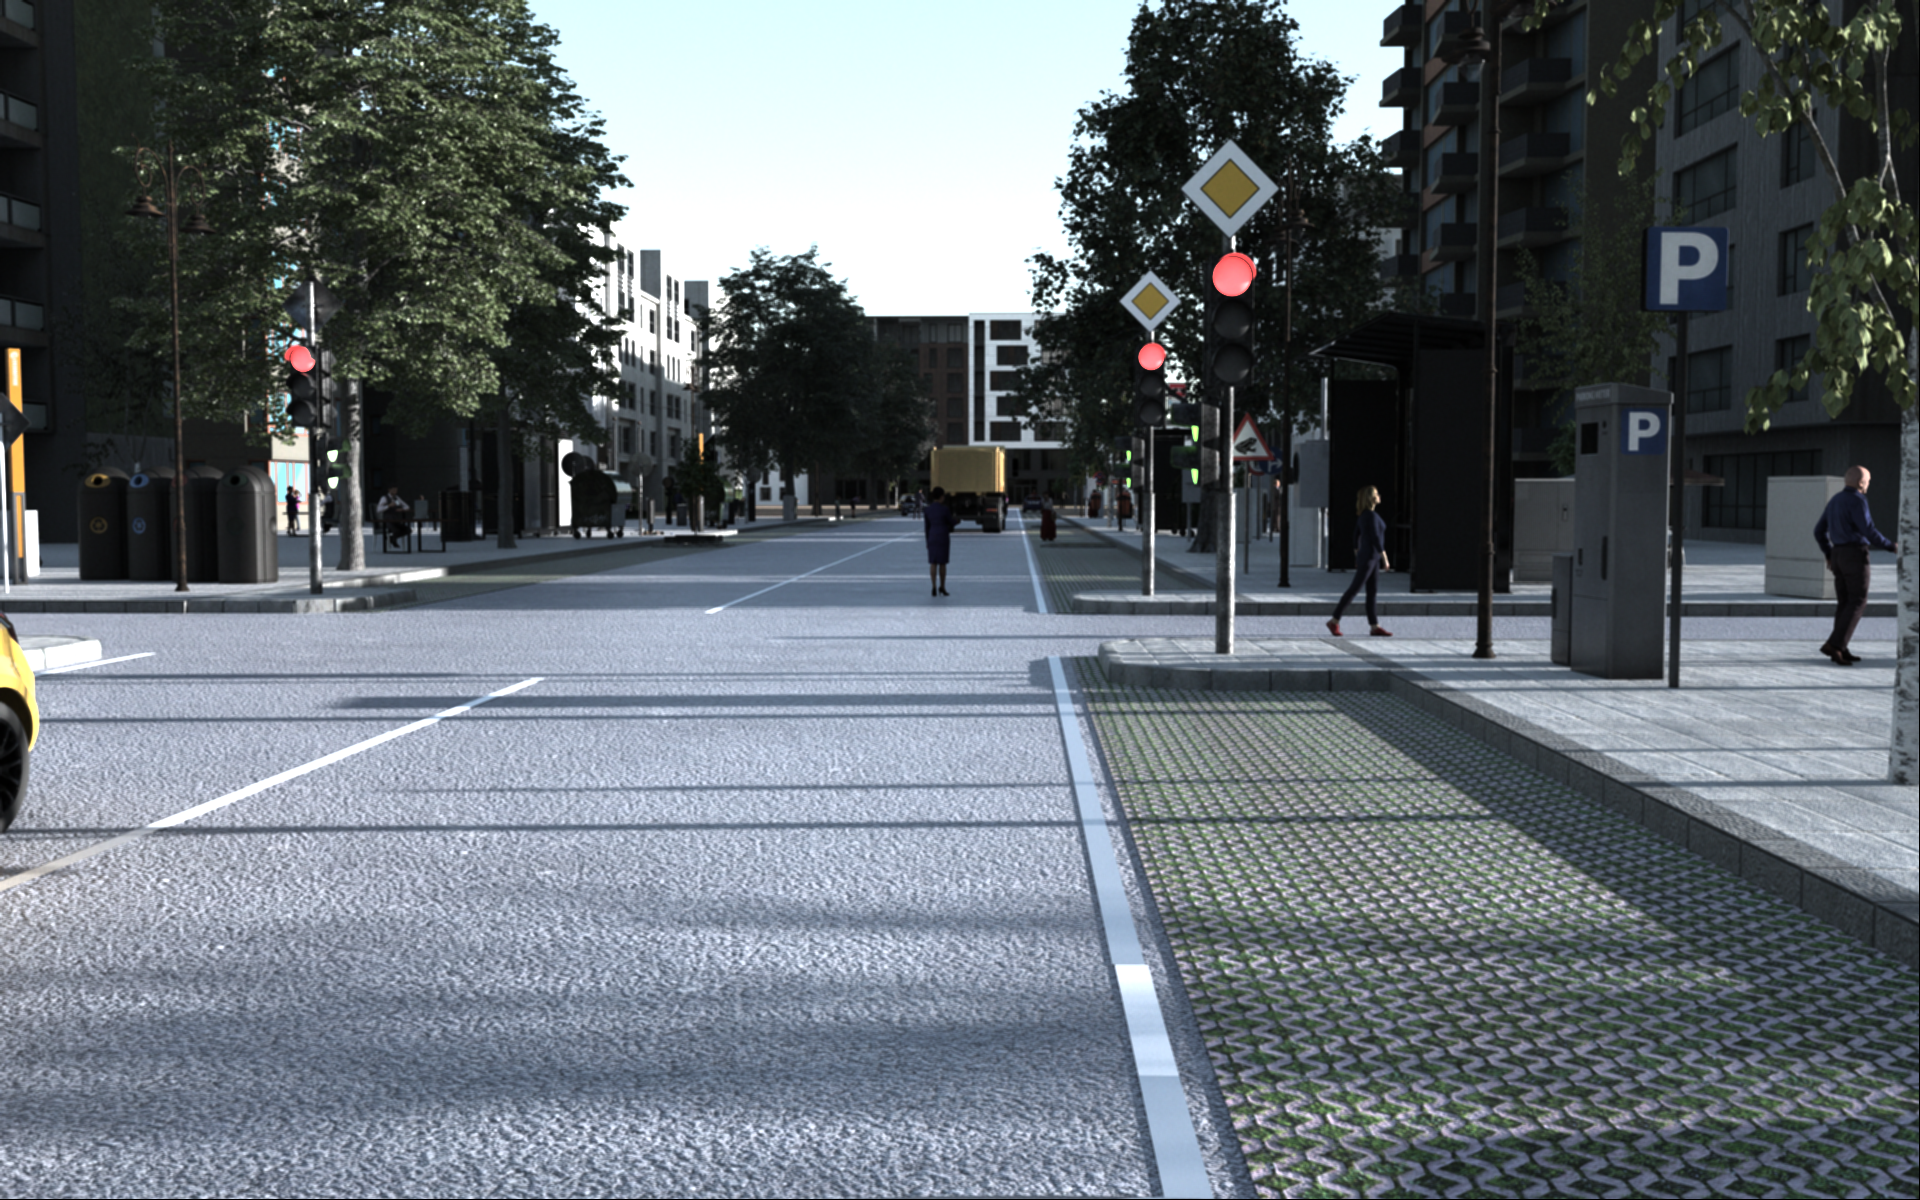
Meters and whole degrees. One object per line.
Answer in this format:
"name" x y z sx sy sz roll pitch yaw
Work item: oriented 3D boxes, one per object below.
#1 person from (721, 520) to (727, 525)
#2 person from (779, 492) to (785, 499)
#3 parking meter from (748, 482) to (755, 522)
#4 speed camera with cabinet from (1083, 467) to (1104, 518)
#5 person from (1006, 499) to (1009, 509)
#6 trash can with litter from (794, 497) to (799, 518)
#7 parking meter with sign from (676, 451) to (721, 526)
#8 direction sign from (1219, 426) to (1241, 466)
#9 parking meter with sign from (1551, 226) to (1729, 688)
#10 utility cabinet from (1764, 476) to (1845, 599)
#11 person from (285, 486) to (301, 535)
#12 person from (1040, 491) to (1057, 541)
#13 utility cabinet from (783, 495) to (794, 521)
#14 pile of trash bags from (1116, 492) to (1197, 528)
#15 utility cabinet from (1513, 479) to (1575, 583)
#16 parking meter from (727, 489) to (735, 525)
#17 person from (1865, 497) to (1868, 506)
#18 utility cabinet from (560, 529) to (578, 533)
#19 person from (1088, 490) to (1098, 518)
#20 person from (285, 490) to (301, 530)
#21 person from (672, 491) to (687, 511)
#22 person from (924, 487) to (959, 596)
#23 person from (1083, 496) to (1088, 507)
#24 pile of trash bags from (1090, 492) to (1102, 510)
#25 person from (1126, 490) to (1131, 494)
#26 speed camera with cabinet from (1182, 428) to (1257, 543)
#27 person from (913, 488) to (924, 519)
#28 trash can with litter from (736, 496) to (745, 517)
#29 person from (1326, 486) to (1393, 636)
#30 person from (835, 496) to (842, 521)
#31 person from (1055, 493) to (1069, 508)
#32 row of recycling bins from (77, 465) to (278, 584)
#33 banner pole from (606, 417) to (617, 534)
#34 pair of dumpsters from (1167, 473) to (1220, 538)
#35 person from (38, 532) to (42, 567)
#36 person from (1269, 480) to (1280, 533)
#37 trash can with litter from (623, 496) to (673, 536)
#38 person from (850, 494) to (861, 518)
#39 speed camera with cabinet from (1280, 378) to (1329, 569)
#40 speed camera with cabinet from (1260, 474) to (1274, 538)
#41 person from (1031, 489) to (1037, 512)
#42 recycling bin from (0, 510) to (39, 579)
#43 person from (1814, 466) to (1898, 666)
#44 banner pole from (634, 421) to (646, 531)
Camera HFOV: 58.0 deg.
"person" -9.661 -3.721 70.795 0.340 1.345 0.435 -1 4 -9
"person" -14.160 -8.262 141.144 1.348 1.821 0.705 3 4 36
"parking meter" -9.766 -4.592 80.797 0.399 1.863 0.255 -2 4 -26
"speed camera with cabinet" 7.296 -6.124 94.461 0.660 3.252 2.038 -1 4 -13
"person" 4.606 -9.680 169.997 0.599 1.433 0.991 1 4 17
"trash can with litter" -8.962 -5.025 93.541 0.624 1.170 1.055 -1 4 -12
"parking meter with sign" -10.550 -4.498 69.798 1.738 3.016 0.543 0 4 6
"direction sign" 7.404 -3.406 47.690 0.876 3.537 0.379 -3 4 -36
"parking meter with sign" 4.683 -0.976 12.217 0.543 3.016 1.738 0 4 -3
"utility cabinet" 10.477 -0.781 21.446 0.318 1.500 1.173 0 4 -8
"person" -20.723 -2.785 53.951 0.546 1.535 0.453 0 4 -5
"person" 2.680 -2.552 52.690 0.523 1.526 0.387 -2 4 -32
"utility cabinet" -8.050 -4.302 81.492 0.306 1.237 1.020 1 4 10
"pile of trash bags" 7.899 -3.607 68.731 3.447 1.369 1.912 0 4 -2
"utility cabinet" 8.533 -0.983 24.757 1.173 1.500 0.318 1 4 16
"parking meter" -9.698 -3.955 73.069 0.372 1.533 0.369 0 3 0
"person" 12.012 -0.897 23.247 0.480 1.512 0.613 -1 4 -11
"utility cabinet" -12.723 -2.917 56.375 0.318 1.500 1.173 0 4 1
"person" 7.104 -5.124 92.284 0.523 1.526 0.387 0 4 -1
"person" -23.458 -3.151 60.801 0.776 1.435 0.726 -2 4 -26
"person" -12.387 -4.168 76.889 0.600 1.496 0.574 -3 5 -42
"person" -0.270 -0.830 24.438 0.453 1.535 0.546 0 4 6
"person" 13.013 -10.392 179.135 1.217 1.743 0.721 3 5 43
"pile of trash bags" 8.520 -4.966 90.952 3.447 1.369 1.912 1 4 16
"person" 13.144 -7.835 135.613 0.415 1.643 0.593 3 4 36
"speed camera with cabinet" 6.815 -3.151 45.858 0.660 3.252 2.038 -3 5 -39
"person" -2.357 -5.470 98.377 0.683 1.767 0.568 1 4 17
"trash can with litter" -12.240 -5.148 95.552 1.055 1.170 0.624 -1 4 -9
"person" 4.041 -0.393 17.461 0.613 1.512 0.480 -1 4 -11
"person" -6.415 -4.838 91.505 0.340 1.345 0.435 0 4 6
"person" 9.614 -9.566 162.587 1.348 1.807 0.705 -1 4 -15
"row of recycling bins" -11.565 -1.131 25.599 3.534 1.692 1.069 1 4 22
"banner pole" -11.318 -4.056 56.333 0.401 3.779 0.863 -3 4 -36
"pair of dumpsters" 7.281 -3.082 52.883 1.574 2.255 4.437 0 4 2
"person" -16.330 -0.999 30.305 0.347 0.859 0.695 -1 4 -9
"person" 10.572 -3.126 57.706 0.434 1.755 0.990 -1 4 -13
"trash can with litter" -9.885 -2.655 54.464 1.678 1.210 2.233 0 4 -3
"person" -6.205 -5.561 102.652 0.697 1.427 0.421 -2 4 -27
"speed camera with cabinet" 6.027 -2.196 30.247 0.660 3.252 2.038 0 4 2
"speed camera with cabinet" 8.869 -3.490 51.396 0.660 3.252 2.038 1 4 20
"person" 5.949 -7.970 138.754 1.348 1.831 0.705 -2 4 -26
"recycling bin" -14.665 -0.856 26.545 0.722 1.027 0.722 0 4 4
"person" 6.820 -0.268 13.112 0.600 1.496 0.574 1 4 18
"banner pole" -11.054 -4.267 59.780 0.401 3.779 0.863 -1 4 -10
